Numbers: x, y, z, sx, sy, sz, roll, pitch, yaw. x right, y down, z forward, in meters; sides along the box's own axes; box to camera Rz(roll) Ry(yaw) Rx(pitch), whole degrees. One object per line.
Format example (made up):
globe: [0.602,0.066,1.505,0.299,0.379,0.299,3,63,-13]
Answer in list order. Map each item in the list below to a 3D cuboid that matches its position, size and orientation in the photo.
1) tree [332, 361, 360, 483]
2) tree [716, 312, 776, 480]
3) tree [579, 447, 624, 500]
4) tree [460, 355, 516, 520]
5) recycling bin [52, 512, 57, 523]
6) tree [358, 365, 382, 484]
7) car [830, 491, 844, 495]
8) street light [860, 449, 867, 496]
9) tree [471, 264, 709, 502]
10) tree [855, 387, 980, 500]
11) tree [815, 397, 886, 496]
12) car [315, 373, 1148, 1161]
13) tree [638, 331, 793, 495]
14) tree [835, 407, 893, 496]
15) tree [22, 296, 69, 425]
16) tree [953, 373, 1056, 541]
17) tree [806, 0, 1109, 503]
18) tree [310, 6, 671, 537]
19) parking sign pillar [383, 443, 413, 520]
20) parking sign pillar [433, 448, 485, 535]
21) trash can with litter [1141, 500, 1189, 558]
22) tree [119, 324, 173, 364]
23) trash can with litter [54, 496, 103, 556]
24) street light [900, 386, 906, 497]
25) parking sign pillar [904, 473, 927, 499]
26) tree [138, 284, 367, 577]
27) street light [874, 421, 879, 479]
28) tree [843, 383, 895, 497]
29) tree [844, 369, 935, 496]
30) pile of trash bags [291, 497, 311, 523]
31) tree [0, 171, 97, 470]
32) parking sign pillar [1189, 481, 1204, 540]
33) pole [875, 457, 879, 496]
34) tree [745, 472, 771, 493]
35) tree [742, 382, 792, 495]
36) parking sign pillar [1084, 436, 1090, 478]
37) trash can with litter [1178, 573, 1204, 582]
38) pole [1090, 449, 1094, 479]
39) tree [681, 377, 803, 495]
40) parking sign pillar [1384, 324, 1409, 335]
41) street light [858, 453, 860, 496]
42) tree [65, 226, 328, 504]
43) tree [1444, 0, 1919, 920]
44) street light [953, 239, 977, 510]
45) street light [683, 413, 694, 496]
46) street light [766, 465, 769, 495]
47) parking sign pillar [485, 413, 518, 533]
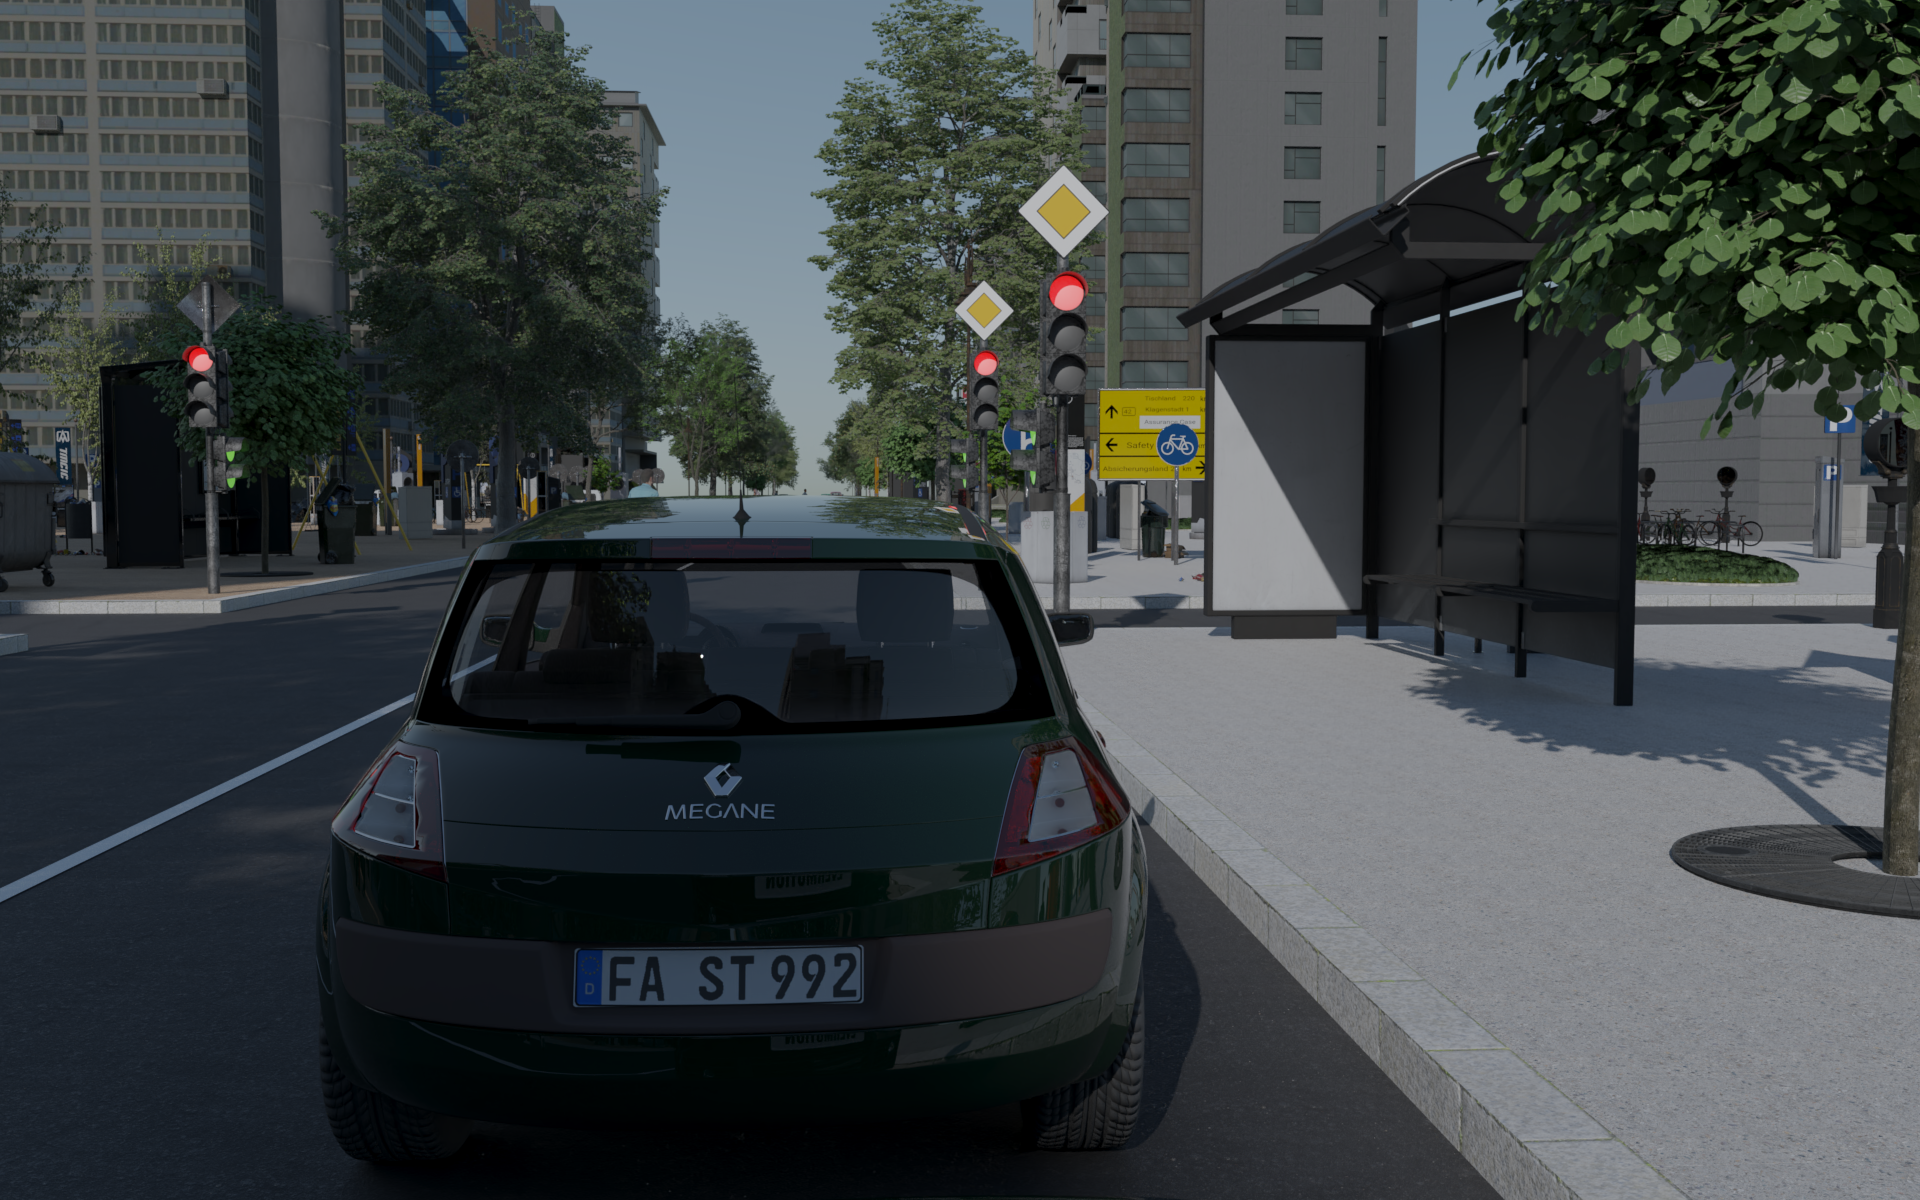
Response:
tree: [-26.773,-7.151,67.284,4.737,8.622,4.395,0,3,0]
tree: [-17.653,-13.247,123.247,9.857,13.997,8.962,0,3,0]
tree: [-14.677,-4.711,71.622,1.663,3.219,1.824,0,3,0]
tree: [-23.632,-8.222,84.796,4.360,8.622,3.978,0,3,0]
recycling bin: [-40.495,-3.941,76.982,0.722,1.027,0.722,-3,5,-40]
tree: [-32.845,-8.676,92.217,4.737,8.622,4.395,0,3,0]
car: [-17.815,-14.659,248.343,2.281,1.827,5.304,0,4,-5]
street light: [-7.594,-10.238,140.180,0.468,5.910,1.993,0,4,-4]
tree: [-13.934,-7.975,64.811,8.767,10.594,7.601,-2,4,-31]
tree: [-0.815,-4.048,49.895,4.285,4.588,4.351,0,3,0]
tree: [-12.037,-17.631,205.269,9.611,12.733,9.660,0,3,0]
car: [-0.534,0.283,5.153,2.009,1.686,4.222,0,4,-3]
tree: [-17.088,-11.360,111.489,9.928,11.665,9.643,0,3,0]
tree: [-9.780,-15.143,182.007,7.601,10.594,8.767,-3,4,-36]
tree: [-30.082,-6.721,60.256,4.737,8.622,4.395,0,3,0]
tree: [0.719,-2.041,27.966,1.663,3.219,1.824,0,3,0]
tree: [-0.125,-7.436,39.710,7.486,12.596,7.792,0,3,0]
tree: [-12.463,-8.595,47.179,9.857,13.997,8.962,0,3,0]
parking sign pillar: [-26.796,-5.759,82.627,1.447,3.967,1.447,-1,4,-20]
parking sign pillar: [-15.989,-4.045,54.615,1.447,3.967,1.447,-2,4,-28]
trash can with litter: [4.127,-1.439,34.912,1.055,1.170,0.624,3,5,39]
tree: [-34.909,-7.567,74.090,4.360,8.622,3.978,0,3,0]
trash can with litter: [-18.169,-1.553,36.441,2.233,1.210,1.678,0,4,-6]
street light: [-2.166,-5.604,64.416,0.468,5.910,1.993,0,4,-4]
parking sign pillar: [-1.832,-5.094,71.754,1.447,3.967,1.447,2,4,26]
tree: [-11.052,-2.661,27.218,4.285,4.588,4.351,0,3,0]
street light: [-5.241,-8.214,107.091,0.468,5.910,1.993,0,4,-4]
tree: [-4.478,-9.327,102.851,4.737,8.622,4.395,0,3,0]
tree: [-3.122,-8.410,87.867,4.360,8.622,3.978,0,3,0]
pile of trash bags: [-31.160,-4.245,79.153,3.447,1.369,1.912,1,4,22]
tree: [-18.072,-4.942,31.159,4.360,8.622,3.978,0,3,0]
parking sign pillar: [7.266,-3.721,49.306,1.447,3.967,1.447,3,4,36]
pole: [-4.599,-6.235,95.781,0.158,3.312,0.155,0,3,0]
tree: [-22.560,-12.744,192.082,4.285,4.588,4.351,0,3,0]
tree: [-21.731,-16.057,172.899,12.009,13.543,11.850,0,3,0]
parking sign pillar: [5.918,-5.659,80.995,1.447,3.967,1.447,-1,4,-16]
trash can with litter: [4.026,-0.890,25.614,1.678,1.210,2.233,0,4,-7]
pole: [6.005,-5.194,78.769,0.158,3.312,0.155,0,3,0]
tree: [-20.536,-14.490,153.919,9.611,12.733,9.660,0,3,0]
parking sign pillar: [6.572,-2.228,24.902,1.447,3.967,1.447,3,5,42]
street light: [-9.909,-12.279,173.553,0.468,5.910,1.993,0,4,-4]
tree: [-21.196,-5.989,48.275,4.737,8.622,4.395,0,3,0]
tree: [3.118,-1.343,5.666,4.285,4.588,4.351,0,3,0]
street light: [0.157,-3.597,31.593,0.468,5.910,1.993,0,4,-4]
street light: [-15.490,-7.716,98.942,0.468,5.910,1.993,0,4,-4]
street light: [-23.784,-14.804,214.835,0.468,5.910,1.993,0,4,-4]
parking sign pillar: [-15.059,-4.199,57.120,1.447,3.967,1.447,-3,4,-37]
